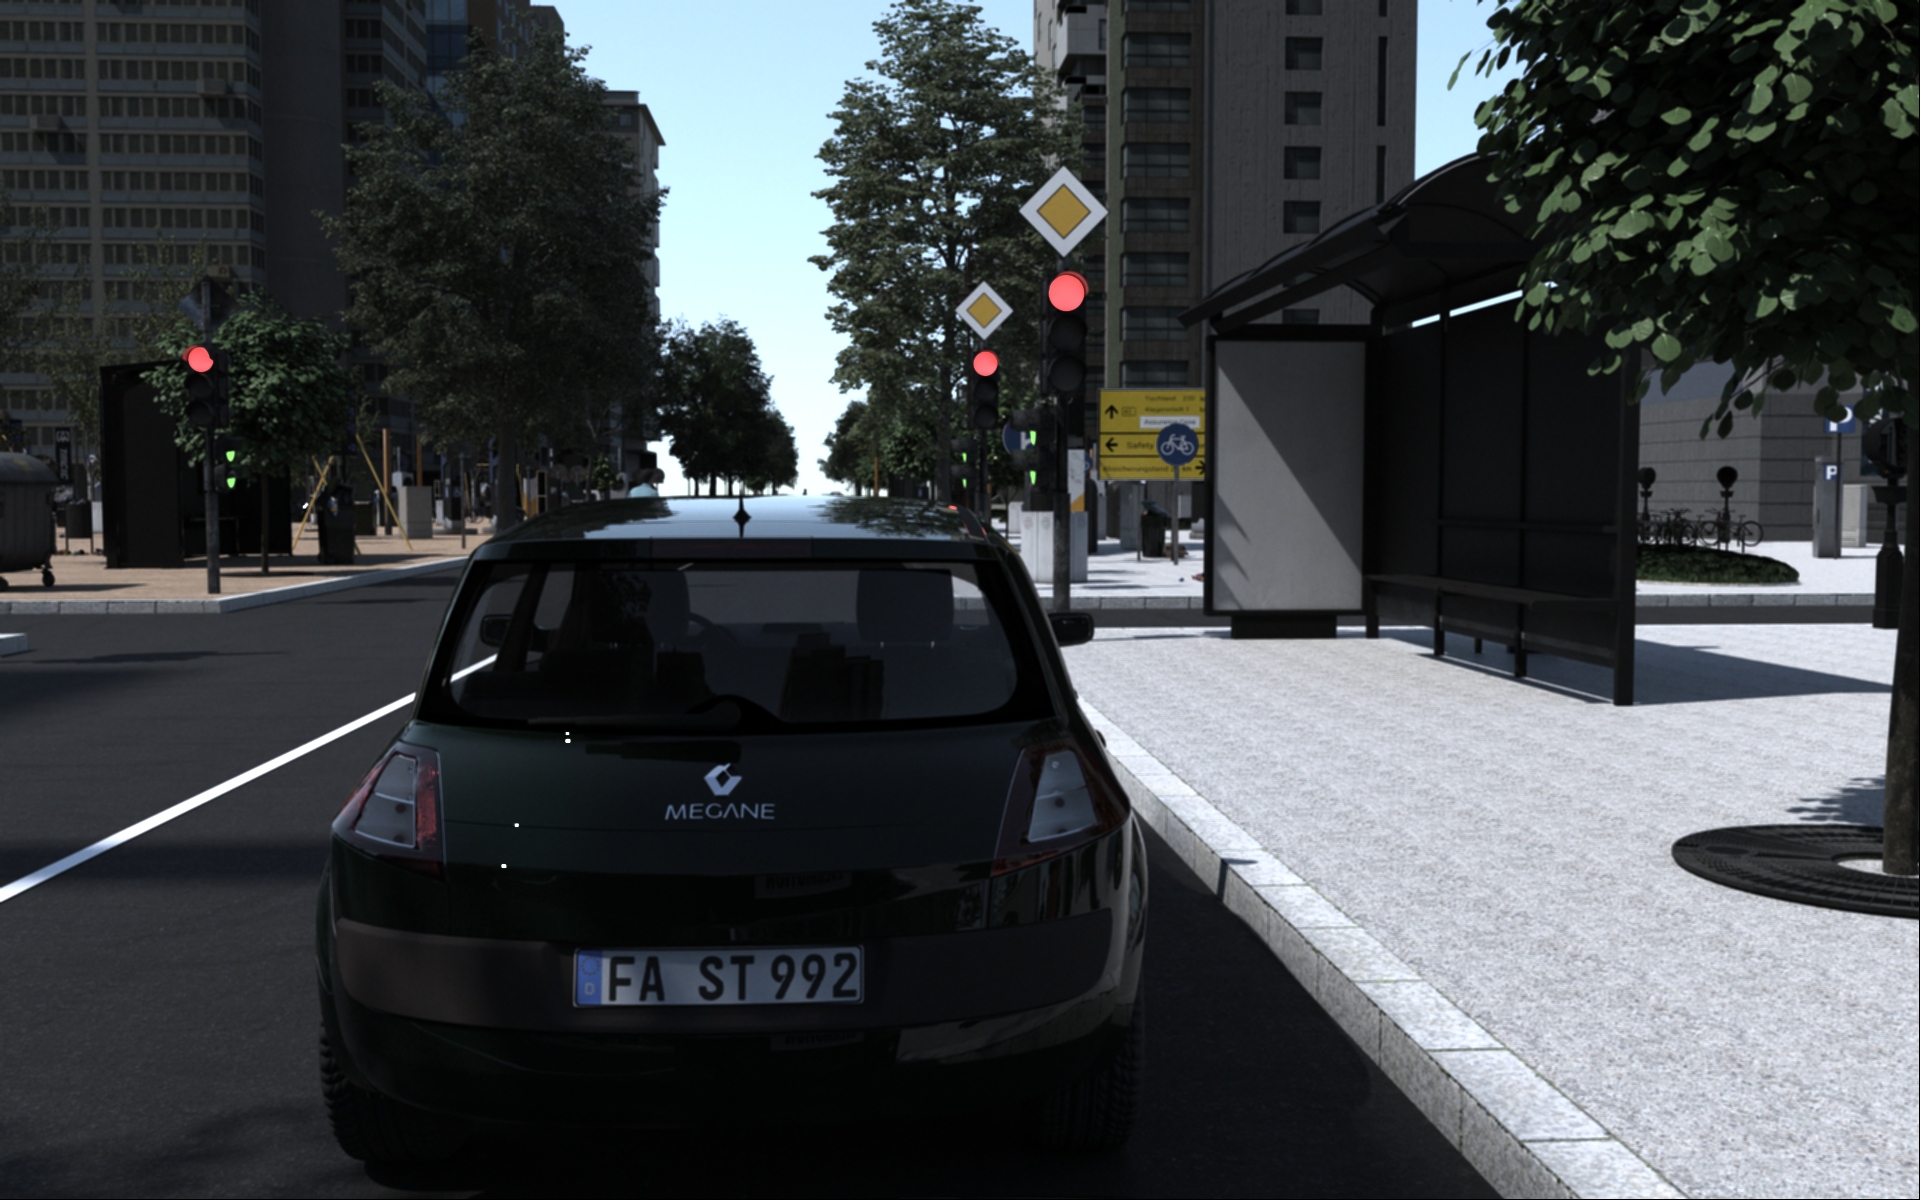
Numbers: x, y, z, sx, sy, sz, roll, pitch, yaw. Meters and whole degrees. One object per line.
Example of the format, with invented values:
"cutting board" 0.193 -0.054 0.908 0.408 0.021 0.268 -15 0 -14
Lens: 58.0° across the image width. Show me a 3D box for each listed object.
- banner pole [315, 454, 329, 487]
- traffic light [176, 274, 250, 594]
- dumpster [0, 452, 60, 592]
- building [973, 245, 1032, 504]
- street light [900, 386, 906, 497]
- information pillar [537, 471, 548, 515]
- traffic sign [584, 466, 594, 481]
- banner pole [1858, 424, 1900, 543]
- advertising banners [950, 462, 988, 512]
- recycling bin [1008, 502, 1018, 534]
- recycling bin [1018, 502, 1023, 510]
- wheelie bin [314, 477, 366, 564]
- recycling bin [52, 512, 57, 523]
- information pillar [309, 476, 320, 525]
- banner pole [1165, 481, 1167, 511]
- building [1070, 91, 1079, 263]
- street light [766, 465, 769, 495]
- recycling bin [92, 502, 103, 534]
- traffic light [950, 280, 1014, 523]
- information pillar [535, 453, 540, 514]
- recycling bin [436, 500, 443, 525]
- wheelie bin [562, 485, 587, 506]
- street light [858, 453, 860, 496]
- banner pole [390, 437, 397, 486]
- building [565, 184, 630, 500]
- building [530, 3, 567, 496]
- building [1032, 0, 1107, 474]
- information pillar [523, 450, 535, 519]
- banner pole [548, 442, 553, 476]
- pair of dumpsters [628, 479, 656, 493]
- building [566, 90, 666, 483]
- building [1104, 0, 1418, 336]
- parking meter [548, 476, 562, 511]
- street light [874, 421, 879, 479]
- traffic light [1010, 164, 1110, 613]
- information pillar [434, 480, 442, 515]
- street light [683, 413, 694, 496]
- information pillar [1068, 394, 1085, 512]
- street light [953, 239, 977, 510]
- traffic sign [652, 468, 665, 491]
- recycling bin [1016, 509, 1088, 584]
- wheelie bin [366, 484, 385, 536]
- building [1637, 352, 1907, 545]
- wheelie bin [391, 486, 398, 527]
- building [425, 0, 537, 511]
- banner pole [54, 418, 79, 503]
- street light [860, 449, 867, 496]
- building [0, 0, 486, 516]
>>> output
"banner pole" -27.698 -5.202 75.071 0.401 3.779 0.863 2 4 35
"traffic light" -9.590 -2.035 22.192 0.839 4.253 0.868 0 4 -4
"dumpster" -13.069 -1.065 23.180 1.264 1.857 1.865 0 4 -4
"building" 14.550 -33.897 246.101 32.217 40.220 23.993 0 4 -4
"street light" -2.166 -5.604 64.416 0.468 5.910 1.993 0 4 -4
"information pillar" -13.221 -3.079 54.827 0.304 2.012 0.304 -1 4 -8
"traffic sign" -16.490 -4.717 77.235 0.768 2.556 0.104 0 4 -1
"banner pole" 15.362 -2.372 28.794 0.401 3.779 0.863 -2 4 -33
"advertising banners" 0.100 -3.634 55.604 2.074 3.025 0.090 -3 5 -42
"recycling bin" 2.022 -2.666 56.140 0.722 1.027 0.722 2 4 24
"recycling bin" 2.028 -1.909 43.774 0.722 1.027 0.722 3 5 40
"wheelie bin" -11.467 -1.466 31.869 0.693 1.594 0.980 -2 4 -32
"recycling bin" -40.495 -3.941 76.982 0.722 1.027 0.722 -3 5 -40
"information pillar" -26.857 -4.137 72.136 0.304 2.012 0.304 3 5 41
"banner pole" 9.329 -5.393 78.191 0.401 3.779 0.863 0 4 6
"building" 14.805 -21.676 126.099 14.160 30.474 14.107 0 4 -4
"street light" -23.784 -14.804 214.835 0.468 5.910 1.993 0 4 -4
"recycling bin" -27.771 -2.685 56.457 0.722 1.027 0.722 1 4 21
"traffic light" 0.295 -2.079 22.910 0.839 4.253 0.868 0 4 -4
"information pillar" -19.603 -5.408 79.767 0.504 3.616 0.183 -3 5 -40
"recycling bin" -21.057 -3.591 71.262 0.722 1.027 0.722 1 4 11
"wheelie bin" -14.074 -3.369 62.998 0.980 1.594 0.693 -3 4 -37
"street light" -9.909 -12.279 173.553 0.468 5.910 1.993 0 4 -4
"banner pole" -24.745 -5.240 75.699 0.401 3.779 0.863 0 4 1
"building" -53.077 -31.311 203.820 32.217 40.220 23.993 0 4 -4
"building" -39.981 -27.937 140.358 14.154 41.232 14.086 0 4 -4
"building" 20.932 -34.105 146.851 28.713 52.752 27.495 0 4 -4
"information pillar" -19.696 -5.350 78.834 0.183 3.616 0.504 1 4 15
"banner pole" -18.783 -5.470 79.452 0.401 3.779 0.863 -2 4 -30
"pair of dumpsters" -17.088 -5.488 92.226 1.574 2.255 4.437 0 4 -4
"building" -54.401 -39.191 230.015 28.713 52.752 27.495 0 4 -4
"building" 14.162 -19.346 88.012 14.160 30.474 14.107 0 4 -4
"parking meter" -13.280 -3.125 56.806 0.399 1.863 0.255 0 4 2
"street light" -5.241 -8.214 107.091 0.468 5.910 1.993 0 4 -4
"traffic light" 0.864 -1.592 14.945 0.839 4.253 0.868 0 4 -4
"information pillar" -28.085 -5.430 93.266 0.304 2.012 0.304 1 4 11
"street light" -15.490 -7.716 98.942 0.468 5.910 1.993 0 4 -4
"information pillar" 2.064 -2.500 32.230 0.504 3.616 0.183 0 4 -3
"street light" 0.157 -3.597 31.593 0.468 5.910 1.993 0 4 -4
"traffic sign" -14.749 -5.151 84.331 0.768 2.556 0.104 0 4 3
"recycling bin" 1.366 -0.767 25.101 0.722 1.027 0.722 3 5 45
"wheelie bin" -18.234 -2.759 53.023 0.980 1.594 0.693 0 4 -2
"building" 35.150 -31.093 50.364 28.212 58.520 21.231 0 4 -4
"wheelie bin" -22.582 -3.706 68.493 0.980 1.594 0.693 0 4 1
"building" -39.298 -29.114 126.130 14.600 45.320 14.200 0 4 -4
"banner pole" -29.485 -4.118 57.351 0.863 3.779 0.401 -1 4 -19
"street light" -7.594 -10.238 140.180 0.468 5.910 1.993 0 4 -4
"building" -46.514 -25.362 106.553 32.217 40.220 23.993 0 4 -4
